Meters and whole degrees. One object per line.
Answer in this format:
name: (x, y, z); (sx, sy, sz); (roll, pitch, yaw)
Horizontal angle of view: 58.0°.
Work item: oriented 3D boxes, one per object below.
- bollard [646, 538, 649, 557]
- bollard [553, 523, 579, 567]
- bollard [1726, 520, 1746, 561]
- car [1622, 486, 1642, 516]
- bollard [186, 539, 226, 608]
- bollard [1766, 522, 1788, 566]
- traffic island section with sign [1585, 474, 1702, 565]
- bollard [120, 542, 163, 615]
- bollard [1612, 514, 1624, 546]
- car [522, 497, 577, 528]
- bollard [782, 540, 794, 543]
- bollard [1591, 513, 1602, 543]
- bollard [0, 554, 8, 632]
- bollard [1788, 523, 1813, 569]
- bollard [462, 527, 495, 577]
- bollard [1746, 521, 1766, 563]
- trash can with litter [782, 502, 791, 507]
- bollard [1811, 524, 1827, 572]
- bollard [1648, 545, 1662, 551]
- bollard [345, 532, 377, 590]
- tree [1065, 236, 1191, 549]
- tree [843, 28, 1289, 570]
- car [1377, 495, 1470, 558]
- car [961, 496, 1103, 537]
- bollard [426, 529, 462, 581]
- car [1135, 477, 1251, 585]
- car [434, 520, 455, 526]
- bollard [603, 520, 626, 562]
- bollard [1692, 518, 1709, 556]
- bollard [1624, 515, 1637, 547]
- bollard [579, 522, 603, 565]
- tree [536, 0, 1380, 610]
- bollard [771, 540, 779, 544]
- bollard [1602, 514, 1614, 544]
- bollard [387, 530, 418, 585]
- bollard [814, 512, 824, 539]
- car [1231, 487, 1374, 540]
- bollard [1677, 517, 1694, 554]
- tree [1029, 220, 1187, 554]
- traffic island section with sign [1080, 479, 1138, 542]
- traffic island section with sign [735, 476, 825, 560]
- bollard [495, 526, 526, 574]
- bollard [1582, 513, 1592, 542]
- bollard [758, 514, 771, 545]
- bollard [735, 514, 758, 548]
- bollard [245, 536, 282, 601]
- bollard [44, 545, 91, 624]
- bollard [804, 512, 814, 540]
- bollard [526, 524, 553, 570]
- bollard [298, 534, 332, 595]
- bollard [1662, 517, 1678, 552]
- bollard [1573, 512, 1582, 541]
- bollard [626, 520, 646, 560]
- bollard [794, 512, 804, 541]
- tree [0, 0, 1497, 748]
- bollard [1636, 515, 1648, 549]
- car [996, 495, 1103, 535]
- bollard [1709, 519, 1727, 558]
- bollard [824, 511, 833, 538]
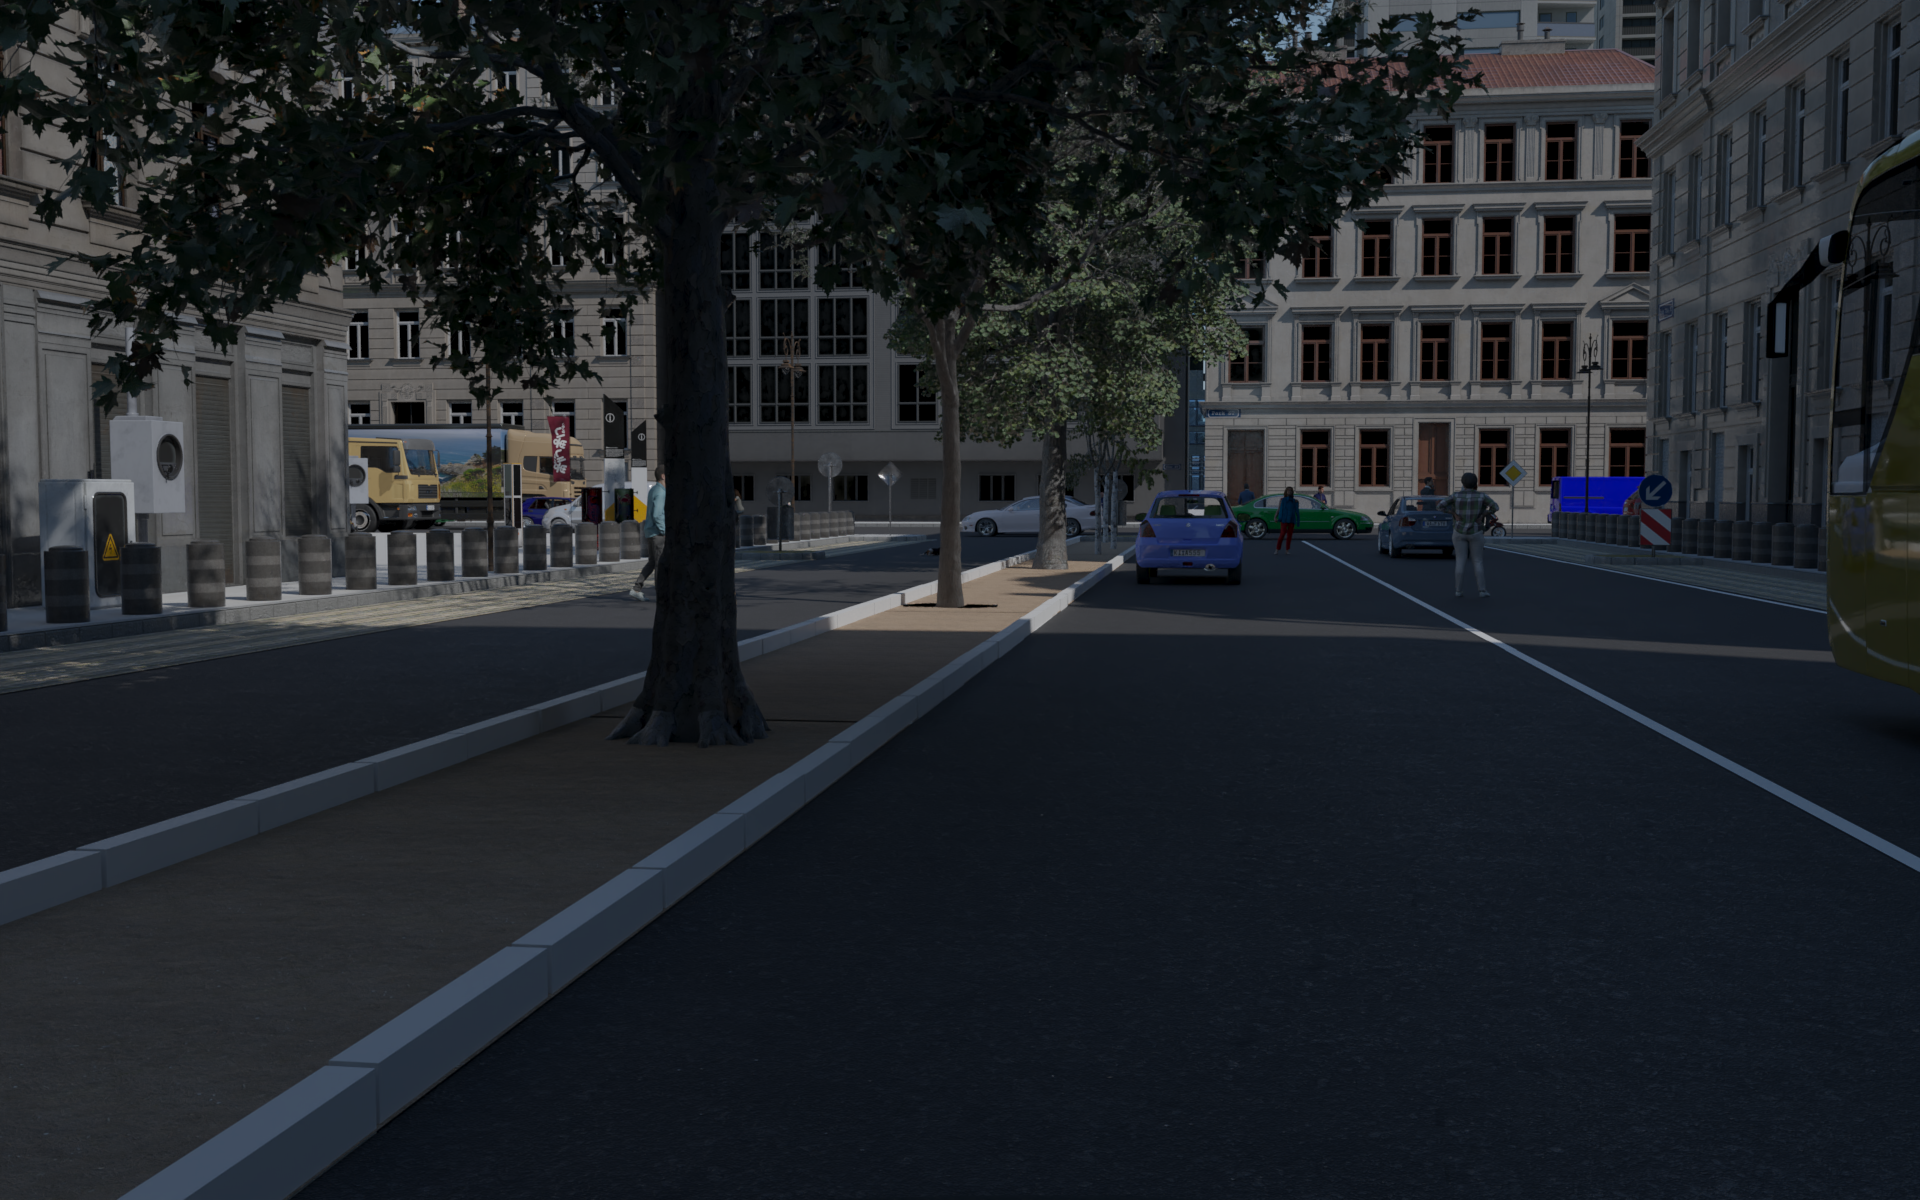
bollard: (-6.305, -1.255, 35.238); (0.404, 0.777, 0.398); (0, 3, 0)
bollard: (-7.008, -0.962, 30.450); (0.404, 0.777, 0.398); (0, 3, 0)
bollard: (15.154, -1.149, 33.502); (0.404, 0.777, 0.398); (0, 3, 0)
car: (22.902, -2.690, 52.661); (5.304, 1.827, 2.281); (1, 4, 10)
bollard: (-8.582, -0.305, 19.709); (0.404, 0.777, 0.398); (0, 3, 0)
bollard: (14.795, -1.002, 31.093); (0.404, 0.777, 0.398); (0, 3, 0)
traffic island section with sign: (13.983, -1.650, 35.599); (1.989, 1.847, 2.006); (1, 4, 8)
bollard: (-8.755, -0.233, 18.520); (0.404, 0.777, 0.398); (0, 3, 0)
bollard: (16.554, -1.735, 43.078); (0.404, 0.777, 0.398); (0, 3, 0)
car: (-14.472, -3.137, 63.867); (3.894, 1.354, 1.945); (0, 4, 6)
bollard: (-4.732, -1.913, 45.988); (0.404, 0.777, 0.398); (0, 3, 0)
bollard: (16.897, -1.880, 45.456); (0.404, 0.777, 0.398); (0, 3, 0)
bollard: (-9.104, -0.086, 16.124); (0.404, 0.777, 0.398); (0, 3, 0)
bollard: (14.623, -0.929, 29.904); (0.404, 0.777, 0.398); (0, 3, 0)
bollard: (-7.531, -0.743, 26.866); (0.404, 0.777, 0.398); (0, 3, 0)
bollard: (14.971, -1.074, 32.282); (0.404, 0.777, 0.398); (0, 3, 0)
trash can with litter: (-7.933, -4.033, 77.322); (1.055, 1.170, 0.624); (1, 4, 22)
bollard: (14.450, -0.856, 28.715); (0.404, 0.777, 0.398); (0, 3, 0)
bollard: (16.023, -1.515, 39.490); (0.404, 0.777, 0.398); (0, 3, 0)
bollard: (-8.057, -0.524, 23.289); (0.404, 0.777, 0.398); (0, 3, 0)
tree: (4.008, -5.635, 44.950); (4.360, 8.622, 3.978); (0, 3, 0)
tree: (1.727, -7.555, 32.629); (9.857, 13.997, 8.962); (0, 3, 0)
car: (10.702, -1.712, 39.999); (2.014, 1.417, 4.499); (1, 4, 8)
car: (2.444, -2.822, 58.495); (4.827, 1.381, 2.083); (0, 4, 8)
bollard: (-7.704, -0.670, 25.676); (0.404, 0.777, 0.398); (0, 3, 0)
car: (3.853, -1.176, 28.811); (1.945, 1.707, 3.694); (1, 4, 9)
car: (-24.739, -3.956, 76.475); (4.920, 1.459, 2.131); (0, 4, 7)
bollard: (-6.654, -1.109, 32.851); (0.404, 0.777, 0.398); (0, 3, 0)
bollard: (15.503, -1.295, 35.891); (0.404, 0.777, 0.398); (0, 3, 0)
bollard: (16.378, -1.662, 41.889); (0.404, 0.777, 0.398); (0, 3, 0)
bollard: (-6.834, -1.035, 31.645); (0.404, 0.777, 0.398); (0, 3, 0)
tree: (-0.113, -6.631, 21.252); (12.009, 13.543, 11.850); (0, 3, 0)
bollard: (-4.905, -1.840, 44.795); (0.404, 0.777, 0.398); (0, 3, 0)
bollard: (16.729, -1.807, 44.266); (0.404, 0.777, 0.398); (0, 3, 0)
bollard: (-7.882, -0.597, 24.477); (0.404, 0.777, 0.398); (0, 3, 0)
bollard: (-4.206, -2.132, 49.580); (0.404, 0.777, 0.398); (0, 3, 0)
car: (10.737, -2.828, 55.034); (4.718, 1.807, 1.959); (0, 4, 6)
bollard: (15.676, -1.368, 37.082); (0.404, 0.777, 0.398); (0, 3, 0)
tree: (3.263, -5.355, 40.369); (4.737, 8.622, 4.395); (0, 3, 0)
traffic island section with sign: (4.715, -2.720, 52.603); (2.006, 1.907, 1.989); (1, 4, 8)
traffic island section with sign: (-4.050, -1.812, 38.258); (1.989, 1.847, 2.006); (1, 4, 8)
bollard: (-7.354, -0.816, 28.064); (0.404, 0.777, 0.398); (0, 3, 0)
bollard: (17.074, -1.953, 46.648); (0.404, 0.777, 0.398); (0, 3, 0)
bollard: (-5.081, -1.767, 43.603); (0.404, 0.777, 0.398); (0, 3, 0)
bollard: (-5.259, -1.694, 42.415); (0.404, 0.777, 0.398); (0, 3, 0)
bollard: (-8.408, -0.379, 20.906); (0.404, 0.777, 0.398); (0, 3, 0)
bollard: (-8.931, -0.159, 17.321); (0.404, 0.777, 0.398); (0, 3, 0)
bollard: (-4.380, -2.059, 48.383); (0.404, 0.777, 0.398); (0, 3, 0)
bollard: (-7.183, -0.889, 29.253); (0.404, 0.777, 0.398); (0, 3, 0)
bollard: (-8.231, -0.451, 22.096); (0.404, 0.777, 0.398); (0, 3, 0)
bollard: (15.847, -1.442, 38.289); (0.404, 0.777, 0.398); (0, 3, 0)
bollard: (17.249, -2.026, 47.837); (0.404, 0.777, 0.398); (0, 3, 0)
bollard: (-6.480, -1.182, 34.043); (0.404, 0.777, 0.398); (0, 3, 0)
bollard: (-4.553, -1.986, 47.183); (0.404, 0.777, 0.398); (0, 3, 0)
tree: (-1.534, -5.536, 9.974); (9.611, 12.733, 9.660); (0, 3, 0)
bollard: (16.202, -1.589, 40.692); (0.404, 0.777, 0.398); (0, 3, 0)
car: (2.830, -3.010, 61.216); (4.499, 1.417, 2.014); (1, 4, 9)
bollard: (15.324, -1.222, 34.700); (0.404, 0.777, 0.398); (0, 3, 0)
bollard: (-4.031, -2.205, 50.768); (0.404, 0.777, 0.398); (0, 3, 0)
